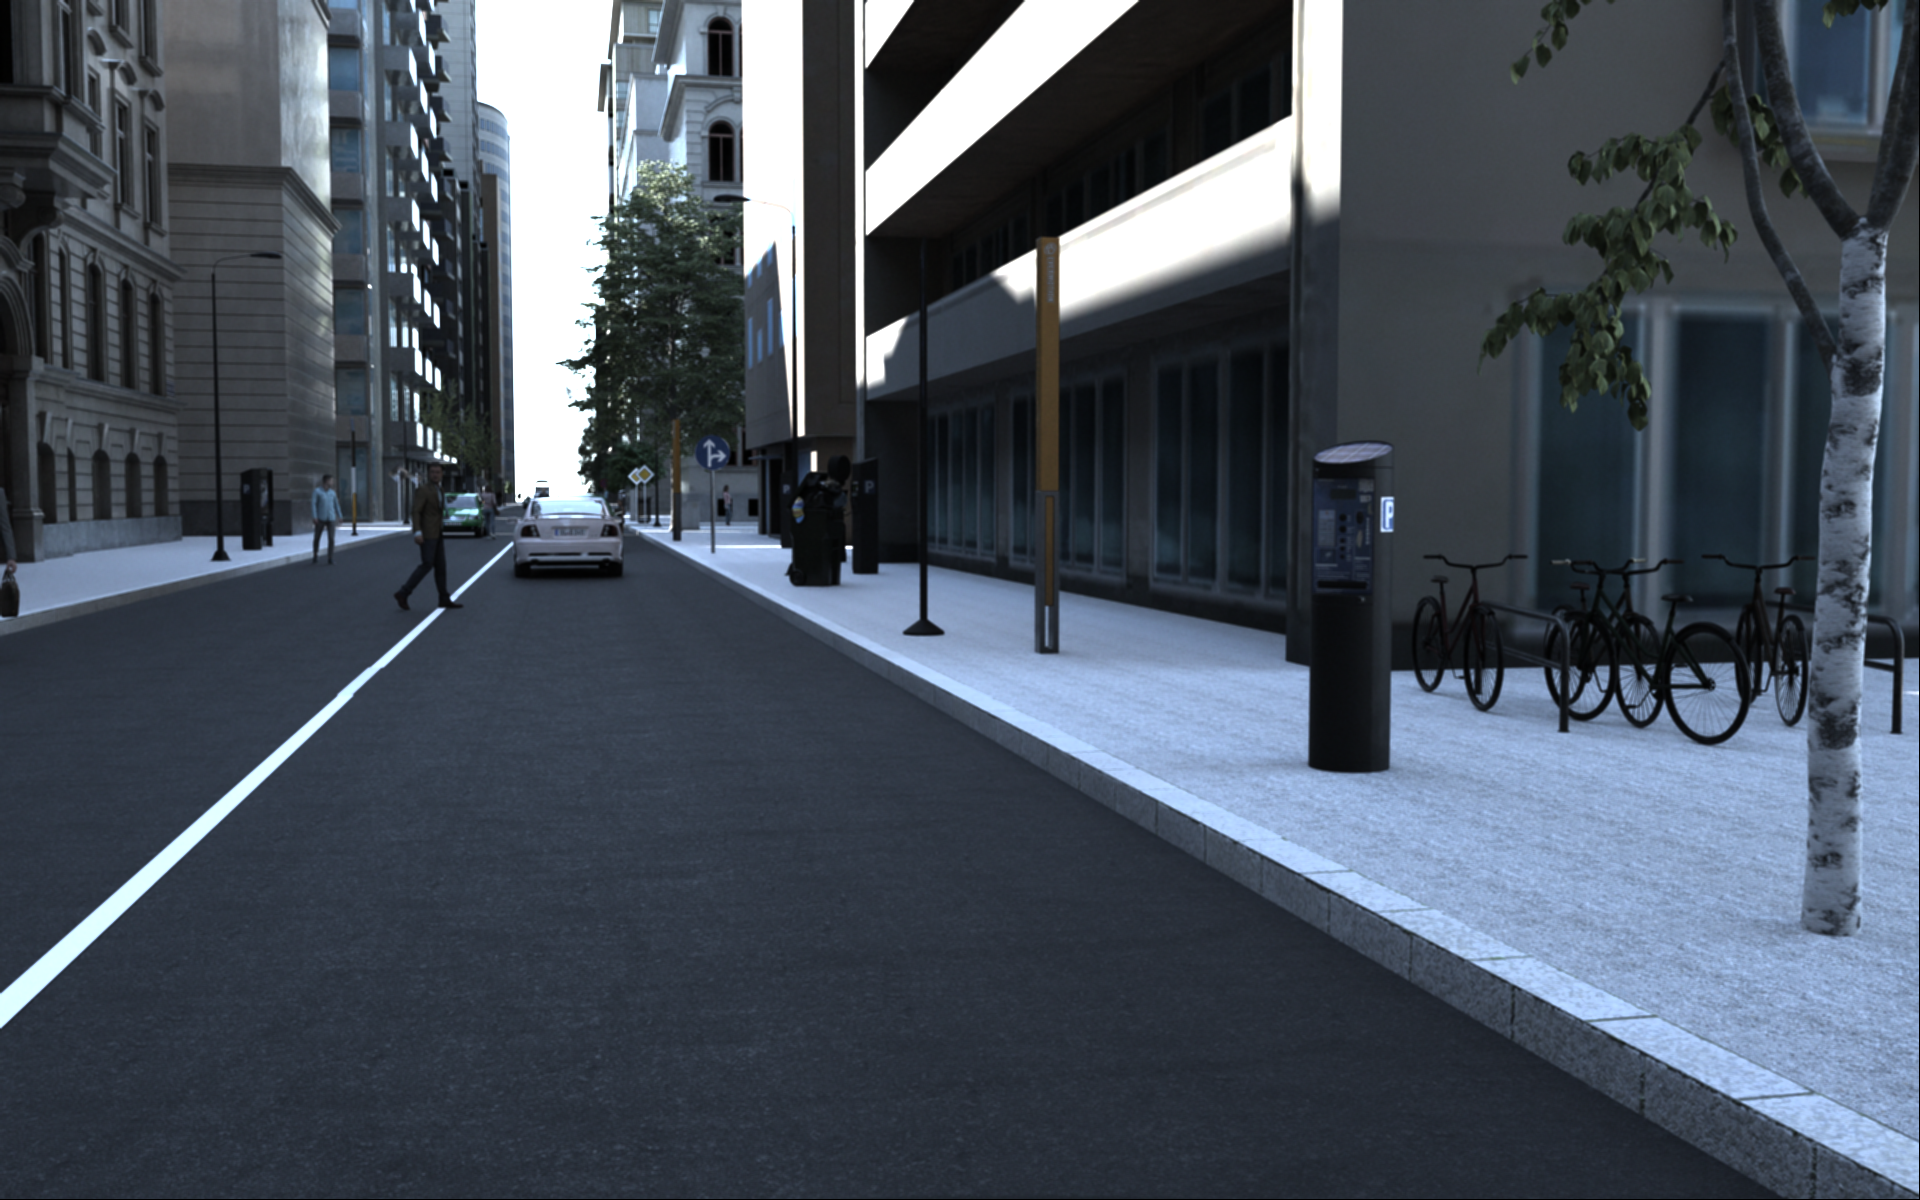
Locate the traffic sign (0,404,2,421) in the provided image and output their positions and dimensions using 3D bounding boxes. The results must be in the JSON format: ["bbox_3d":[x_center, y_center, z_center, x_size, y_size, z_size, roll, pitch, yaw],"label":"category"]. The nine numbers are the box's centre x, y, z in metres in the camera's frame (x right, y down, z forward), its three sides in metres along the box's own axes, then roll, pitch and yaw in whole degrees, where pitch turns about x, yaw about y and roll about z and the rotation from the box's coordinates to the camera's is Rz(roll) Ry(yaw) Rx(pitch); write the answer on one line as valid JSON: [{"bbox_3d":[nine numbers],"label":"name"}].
[{"bbox_3d":[-10.677,-1.130,18.578,0.768,2.556,0.104,0,4,-7],"label":"traffic sign"}]

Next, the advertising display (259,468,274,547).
[{"bbox_3d":[-17.099,-2.292,42.694,0.123,1.923,0.974,-2,4,-34],"label":"advertising display"}]

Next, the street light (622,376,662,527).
[{"bbox_3d":[-12.372,-5.806,67.463,1.470,5.913,1.316,-1,4,-13],"label":"street light"}]

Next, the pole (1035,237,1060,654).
[{"bbox_3d":[0.701,-1.227,13.897,0.158,3.312,0.155,0,3,0],"label":"pole"}]

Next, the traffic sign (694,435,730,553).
[{"bbox_3d":[-5.359,-2.289,37.526,0.768,2.556,0.104,-1,4,-9],"label":"traffic sign"}]

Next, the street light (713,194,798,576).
[{"bbox_3d":[-3.125,-3.336,27.077,1.470,5.913,1.316,-1,4,-13],"label":"street light"}]

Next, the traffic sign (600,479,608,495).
[{"bbox_3d":[-29.874,-8.893,145.502,0.768,2.556,0.104,0,4,-3],"label":"traffic sign"}]

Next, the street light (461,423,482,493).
[{"bbox_3d":[-32.010,-8.616,113.407,1.470,5.913,1.316,-1,4,-13],"label":"street light"}]

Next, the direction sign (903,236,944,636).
[{"bbox_3d":[-0.332,-1.453,15.746,0.379,3.537,0.876,0,4,-3],"label":"direction sign"}]

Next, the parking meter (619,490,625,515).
[{"bbox_3d":[-20.251,-5.833,103.775,0.372,1.533,0.369,0,3,0],"label":"parking meter"}]

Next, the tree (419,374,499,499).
[{"bbox_3d":[-32.085,-9.590,107.163,4.737,8.622,4.395,0,3,0],"label":"tree"}]

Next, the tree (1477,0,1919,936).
[{"bbox_3d":[2.753,-3.341,4.983,4.737,8.622,4.395,0,3,0],"label":"tree"}]

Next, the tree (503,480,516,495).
[{"bbox_3d":[-57.158,-13.785,219.982,1.663,3.219,1.824,0,3,0],"label":"tree"}]

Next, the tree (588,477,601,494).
[{"bbox_3d":[-33.865,-10.382,164.347,1.663,3.219,1.824,0,3,0],"label":"tree"}]

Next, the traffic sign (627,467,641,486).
[{"bbox_3d":[-14.050,-4.478,75.398,0.795,2.593,0.064,-1,4,-13],"label":"traffic sign"}]

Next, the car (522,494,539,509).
[{"bbox_3d":[-41.949,-9.698,170.355,2.131,1.459,4.920,-1,4,-11],"label":"car"}]

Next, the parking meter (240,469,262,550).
[{"bbox_3d":[-16.277,-2.082,39.754,0.399,1.863,0.255,2,4,23],"label":"parking meter"}]

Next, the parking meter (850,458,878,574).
[{"bbox_3d":[-1.535,-1.353,27.838,0.399,1.863,0.255,-2,4,-35],"label":"parking meter"}]

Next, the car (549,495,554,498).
[{"bbox_3d":[-64.980,-15.918,272.846,1.945,1.354,3.894,-1,4,-14],"label":"car"}]

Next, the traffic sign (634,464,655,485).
[{"bbox_3d":[-12.281,-4.001,67.610,0.795,2.593,0.064,-1,4,-13],"label":"traffic sign"}]

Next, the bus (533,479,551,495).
[{"bbox_3d":[-69.369,-18.117,287.757,2.896,3.916,12.252,-1,4,-13],"label":"bus"}]

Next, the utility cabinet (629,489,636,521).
[{"bbox_3d":[-15.700,-4.551,83.088,0.318,1.500,1.173,-1,4,-11],"label":"utility cabinet"}]

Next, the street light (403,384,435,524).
[{"bbox_3d":[-22.890,-6.159,73.240,1.470,5.913,1.316,-1,4,-13],"label":"street light"}]

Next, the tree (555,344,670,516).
[{"bbox_3d":[-18.667,-10.100,99.546,7.601,10.594,8.767,2,4,28],"label":"tree"}]

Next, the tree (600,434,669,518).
[{"bbox_3d":[-17.278,-6.657,92.559,4.285,4.588,4.351,0,3,0],"label":"tree"}]

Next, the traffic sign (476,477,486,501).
[{"bbox_3d":[-36.150,-7.990,130.735,0.768,2.556,0.104,-1,4,-9],"label":"traffic sign"}]

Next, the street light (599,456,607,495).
[{"bbox_3d":[-21.679,-8.308,108.372,1.470,5.913,1.316,-1,4,-13],"label":"street light"}]

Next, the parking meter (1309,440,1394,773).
[{"bbox_3d":[1.829,0.019,8.099,0.372,1.533,0.369,0,3,0],"label":"parking meter"}]

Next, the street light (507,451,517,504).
[{"bbox_3d":[-48.940,-13.185,188.109,1.470,5.913,1.316,-1,4,-13],"label":"street light"}]

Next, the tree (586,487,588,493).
[{"bbox_3d":[-54.915,-16.124,258.234,1.663,3.219,1.824,0,3,0],"label":"tree"}]

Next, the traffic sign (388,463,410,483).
[{"bbox_3d":[-21.252,-3.878,65.601,0.795,2.593,0.064,-1,4,-13],"label":"traffic sign"}]

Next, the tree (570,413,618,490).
[{"bbox_3d":[-47.588,-19.178,230.564,9.611,12.733,9.660,0,3,0],"label":"tree"}]

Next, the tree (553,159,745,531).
[{"bbox_3d":[-10.079,-8.662,59.746,7.486,12.596,7.792,0,3,0],"label":"tree"}]

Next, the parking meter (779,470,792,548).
[{"bbox_3d":[-4.055,-2.161,41.044,0.399,1.863,0.255,2,4,27],"label":"parking meter"}]

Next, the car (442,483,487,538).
[{"bbox_3d":[-16.847,-3.017,58.128,1.959,1.807,4.718,-1,4,-12],"label":"car"}]

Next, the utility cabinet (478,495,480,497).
[{"bbox_3d":[-35.434,-7.019,125.928,1.020,1.237,0.306,-1,4,-8],"label":"utility cabinet"}]

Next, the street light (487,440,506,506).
[{"bbox_3d":[-39.810,-10.726,147.911,1.470,5.913,1.316,-1,4,-13],"label":"street light"}]

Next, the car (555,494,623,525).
[{"bbox_3d":[-9.525,-1.936,43.458,2.131,1.459,4.920,-1,4,-12],"label":"car"}]

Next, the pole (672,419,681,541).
[{"bbox_3d":[-7.759,-3.275,47.392,0.158,3.312,0.155,0,3,0],"label":"pole"}]

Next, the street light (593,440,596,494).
[{"bbox_3d":[-30.895,-10.769,148.610,1.470,5.913,1.316,-1,4,-13],"label":"street light"}]

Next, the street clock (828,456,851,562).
[{"bbox_3d":[-2.272,-1.717,32.638,0.358,2.002,0.471,2,4,29],"label":"street clock"}]

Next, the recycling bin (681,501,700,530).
[{"bbox_3d":[-9.823,-3.068,62.719,0.722,1.027,0.722,-1,4,-14],"label":"recycling bin"}]

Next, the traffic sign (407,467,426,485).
[{"bbox_3d":[-23.021,-4.355,73.389,0.795,2.593,0.064,-1,4,-13],"label":"traffic sign"}]

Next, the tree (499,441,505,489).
[{"bbox_3d":[-40.131,-11.880,144.597,4.737,8.622,4.395,0,3,0],"label":"tree"}]

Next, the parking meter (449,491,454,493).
[{"bbox_3d":[-41.757,-8.190,142.320,0.372,1.533,0.369,0,3,0],"label":"parking meter"}]

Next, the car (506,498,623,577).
[{"bbox_3d":[-7.168,-1.170,31.498,2.083,1.381,4.827,-1,4,-15],"label":"car"}]

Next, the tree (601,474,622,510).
[{"bbox_3d":[-27.663,-8.840,139.142,1.663,3.219,1.824,0,3,0],"label":"tree"}]

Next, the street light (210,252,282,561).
[{"bbox_3d":[-13.694,-3.714,33.258,1.470,5.913,1.316,-1,4,-13],"label":"street light"}]
